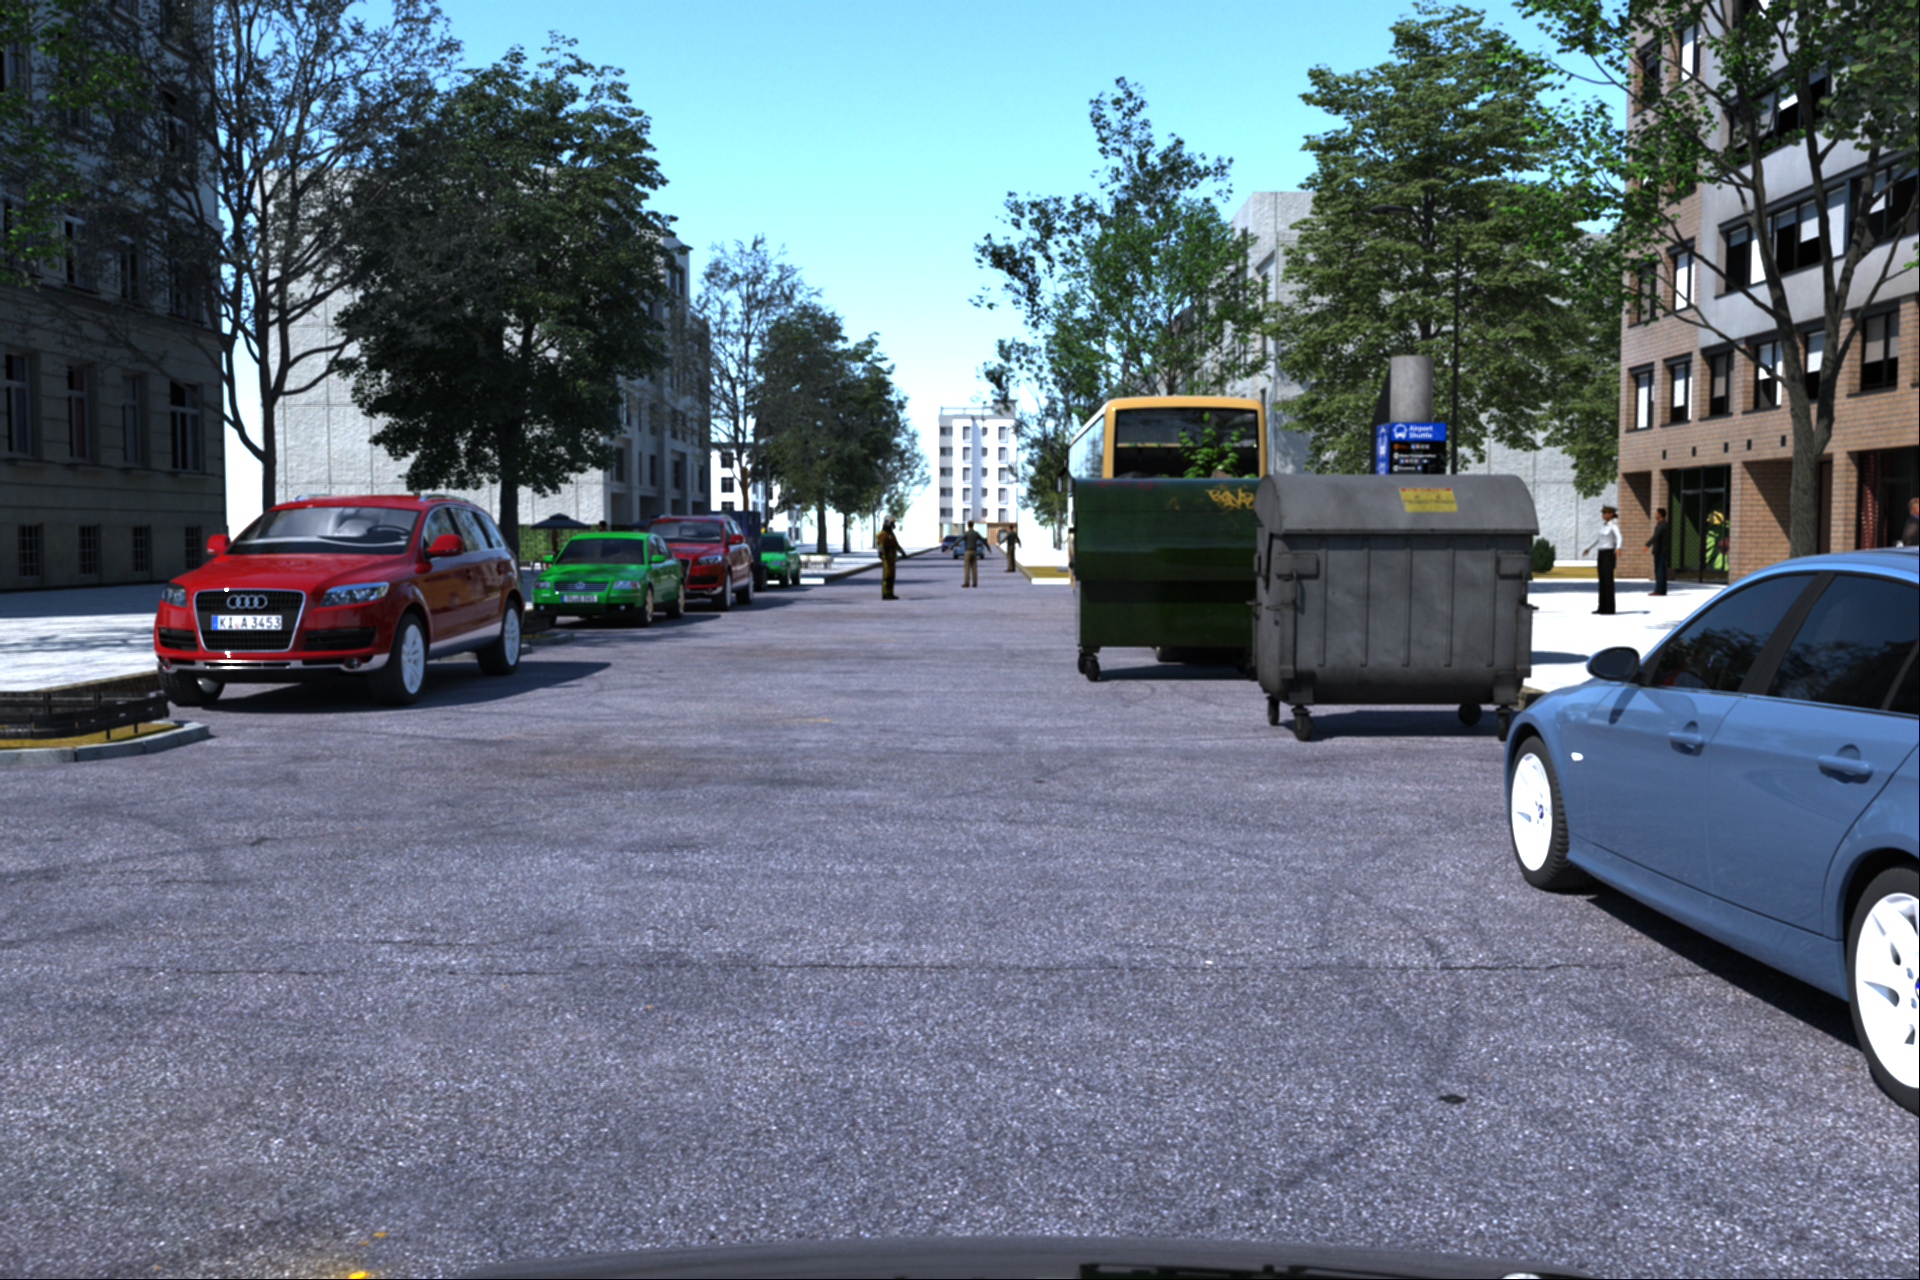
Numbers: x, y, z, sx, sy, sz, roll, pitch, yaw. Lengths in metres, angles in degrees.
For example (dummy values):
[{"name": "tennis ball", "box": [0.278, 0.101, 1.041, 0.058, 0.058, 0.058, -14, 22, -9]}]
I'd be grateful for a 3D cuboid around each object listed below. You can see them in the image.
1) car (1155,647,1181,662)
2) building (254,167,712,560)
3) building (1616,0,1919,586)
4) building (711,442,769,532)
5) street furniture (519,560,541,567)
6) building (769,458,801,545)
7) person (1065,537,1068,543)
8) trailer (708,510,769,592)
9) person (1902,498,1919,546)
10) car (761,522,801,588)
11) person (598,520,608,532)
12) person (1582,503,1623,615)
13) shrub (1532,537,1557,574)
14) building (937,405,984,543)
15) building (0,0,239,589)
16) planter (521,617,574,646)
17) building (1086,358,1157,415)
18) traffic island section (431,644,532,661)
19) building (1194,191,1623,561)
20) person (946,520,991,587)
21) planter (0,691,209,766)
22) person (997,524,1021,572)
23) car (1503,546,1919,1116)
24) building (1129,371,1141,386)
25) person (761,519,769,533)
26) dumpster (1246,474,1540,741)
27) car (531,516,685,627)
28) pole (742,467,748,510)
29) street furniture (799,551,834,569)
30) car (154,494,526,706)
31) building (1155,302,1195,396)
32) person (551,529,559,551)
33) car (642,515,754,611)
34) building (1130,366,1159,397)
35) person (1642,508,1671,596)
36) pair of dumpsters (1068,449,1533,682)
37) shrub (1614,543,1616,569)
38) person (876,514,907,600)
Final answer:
[{"name": "car", "box": [3.085, -0.731, 20.747, 1.959, 1.807, 4.718, 0, 4, 0]}, {"name": "building", "box": [-25.318, -14.260, 99.610, 16.747, 18.905, 31.486, 0, 4, 1]}, {"name": "building", "box": [28.266, -13.396, 25.604, 21.656, 26.213, 47.522, 0, 4, 1]}, {"name": "building", "box": [-23.370, -14.060, 172.024, 9.099, 9.664, 28.070, 0, 4, 1]}, {"name": "street furniture", "box": [-21.901, -3.655, 66.609, 9.812, 1.723, 11.010, 1, 4, 19]}, {"name": "building", "box": [-23.264, -16.081, 205.078, 9.099, 9.664, 28.070, 0, 4, 1]}, {"name": "person", "box": [4.653, -3.726, 66.774, 1.347, 1.847, 0.705, 1, 4, 21]}, {"name": "trailer", "box": [-5.608, -2.176, 42.623, 1.471, 1.999, 3.904, 0, 4, 1]}, {"name": "person", "box": [12.789, -1.007, 23.066, 0.434, 1.755, 0.990, 3, 4, 39]}, {"name": "car", "box": [-5.433, -2.382, 47.743, 1.959, 1.807, 4.718, 0, 4, 1]}, {"name": "person", "box": [-14.376, -3.878, 69.543, 0.704, 1.843, 1.345, 2, 4, 24]}, {"name": "person", "box": [10.245, -1.294, 27.617, 0.721, 1.778, 1.216, 0, 4, -5]}, {"name": "shrub", "box": [18.848, -2.755, 56.169, 1.383, 1.207, 1.383, 0, 3, 0]}, {"name": "building", "box": [-2.985, -23.701, 246.387, 11.380, 20.090, 16.016, 0, 4, 3]}, {"name": "building", "box": [-27.778, -12.338, 33.750, 16.112, 23.069, 30.059, 0, 3, 0]}, {"name": "planter", "box": [-6.203, -0.105, 22.858, 1.991, 0.319, 1.994, 0, 4, 1]}, {"name": "building", "box": [25.117, -23.319, 212.186, 19.493, 23.208, 18.063, 0, 4, 1]}, {"name": "traffic island section", "box": [-6.176, 0.146, 20.484, 1.991, 0.108, 1.994, 0, 4, 1]}, {"name": "building", "box": [23.542, -14.160, 97.970, 16.747, 18.905, 31.486, 0, 4, 1]}, {"name": "person", "box": [0.275, -2.320, 46.662, 1.348, 1.796, 0.705, -2, 4, -27]}, {"name": "planter", "box": [-6.274, 0.578, 11.687, 1.991, 0.319, 1.994, 0, 4, 1]}, {"name": "person", "box": [1.903, -3.457, 65.245, 0.705, 1.796, 1.348, 3, 5, 42]}, {"name": "car", "box": [3.183, 0.397, 5.519, 2.014, 1.417, 4.499, 0, 4, 0]}, {"name": "building", "box": [24.584, -21.038, 200.387, 16.016, 20.090, 11.380, 0, 4, 1]}, {"name": "person", "box": [-6.305, -3.051, 56.351, 0.721, 1.772, 1.216, -3, 5, -44]}, {"name": "dumpster", "box": [3.063, -0.259, 12.443, 1.865, 1.857, 1.264, 0, 4, -1]}, {"name": "car", "box": [-5.630, -1.179, 28.066, 1.959, 1.807, 4.718, 0, 4, 1]}, {"name": "pole", "box": [-6.557, -3.618, 52.992, 0.158, 3.312, 0.155, 0, 3, 0]}, {"name": "street furniture", "box": [-8.489, -3.054, 65.562, 5.734, 0.657, 10.072, -2, 4, -25]}, {"name": "car", "box": [-5.567, -0.457, 16.138, 2.281, 1.827, 5.304, 0, 4, 0]}, {"name": "building", "box": [24.773, -18.208, 128.635, 19.493, 23.208, 18.063, 0, 4, 1]}, {"name": "person", "box": [-18.294, -4.418, 78.371, 0.704, 1.812, 1.346, -1, 4, -20]}, {"name": "car", "box": [-5.275, -1.540, 33.847, 2.281, 1.827, 5.304, 0, 4, 1]}, {"name": "building", "box": [27.377, -20.967, 173.731, 19.493, 23.208, 18.063, 0, 4, 0]}, {"name": "person", "box": [14.550, -1.833, 36.042, 0.705, 1.821, 1.348, 3, 5, 41]}, {"name": "pair of dumpsters", "box": [3.299, -0.753, 17.261, 4.436, 2.255, 1.574, 0, 4, 1]}, {"name": "shrub", "box": [24.224, -3.204, 63.495, 1.383, 1.207, 1.383, 0, 3, 0]}, {"name": "person", "box": [-1.526, -1.805, 37.735, 0.705, 1.858, 1.354, 1, 4, 21]}]
